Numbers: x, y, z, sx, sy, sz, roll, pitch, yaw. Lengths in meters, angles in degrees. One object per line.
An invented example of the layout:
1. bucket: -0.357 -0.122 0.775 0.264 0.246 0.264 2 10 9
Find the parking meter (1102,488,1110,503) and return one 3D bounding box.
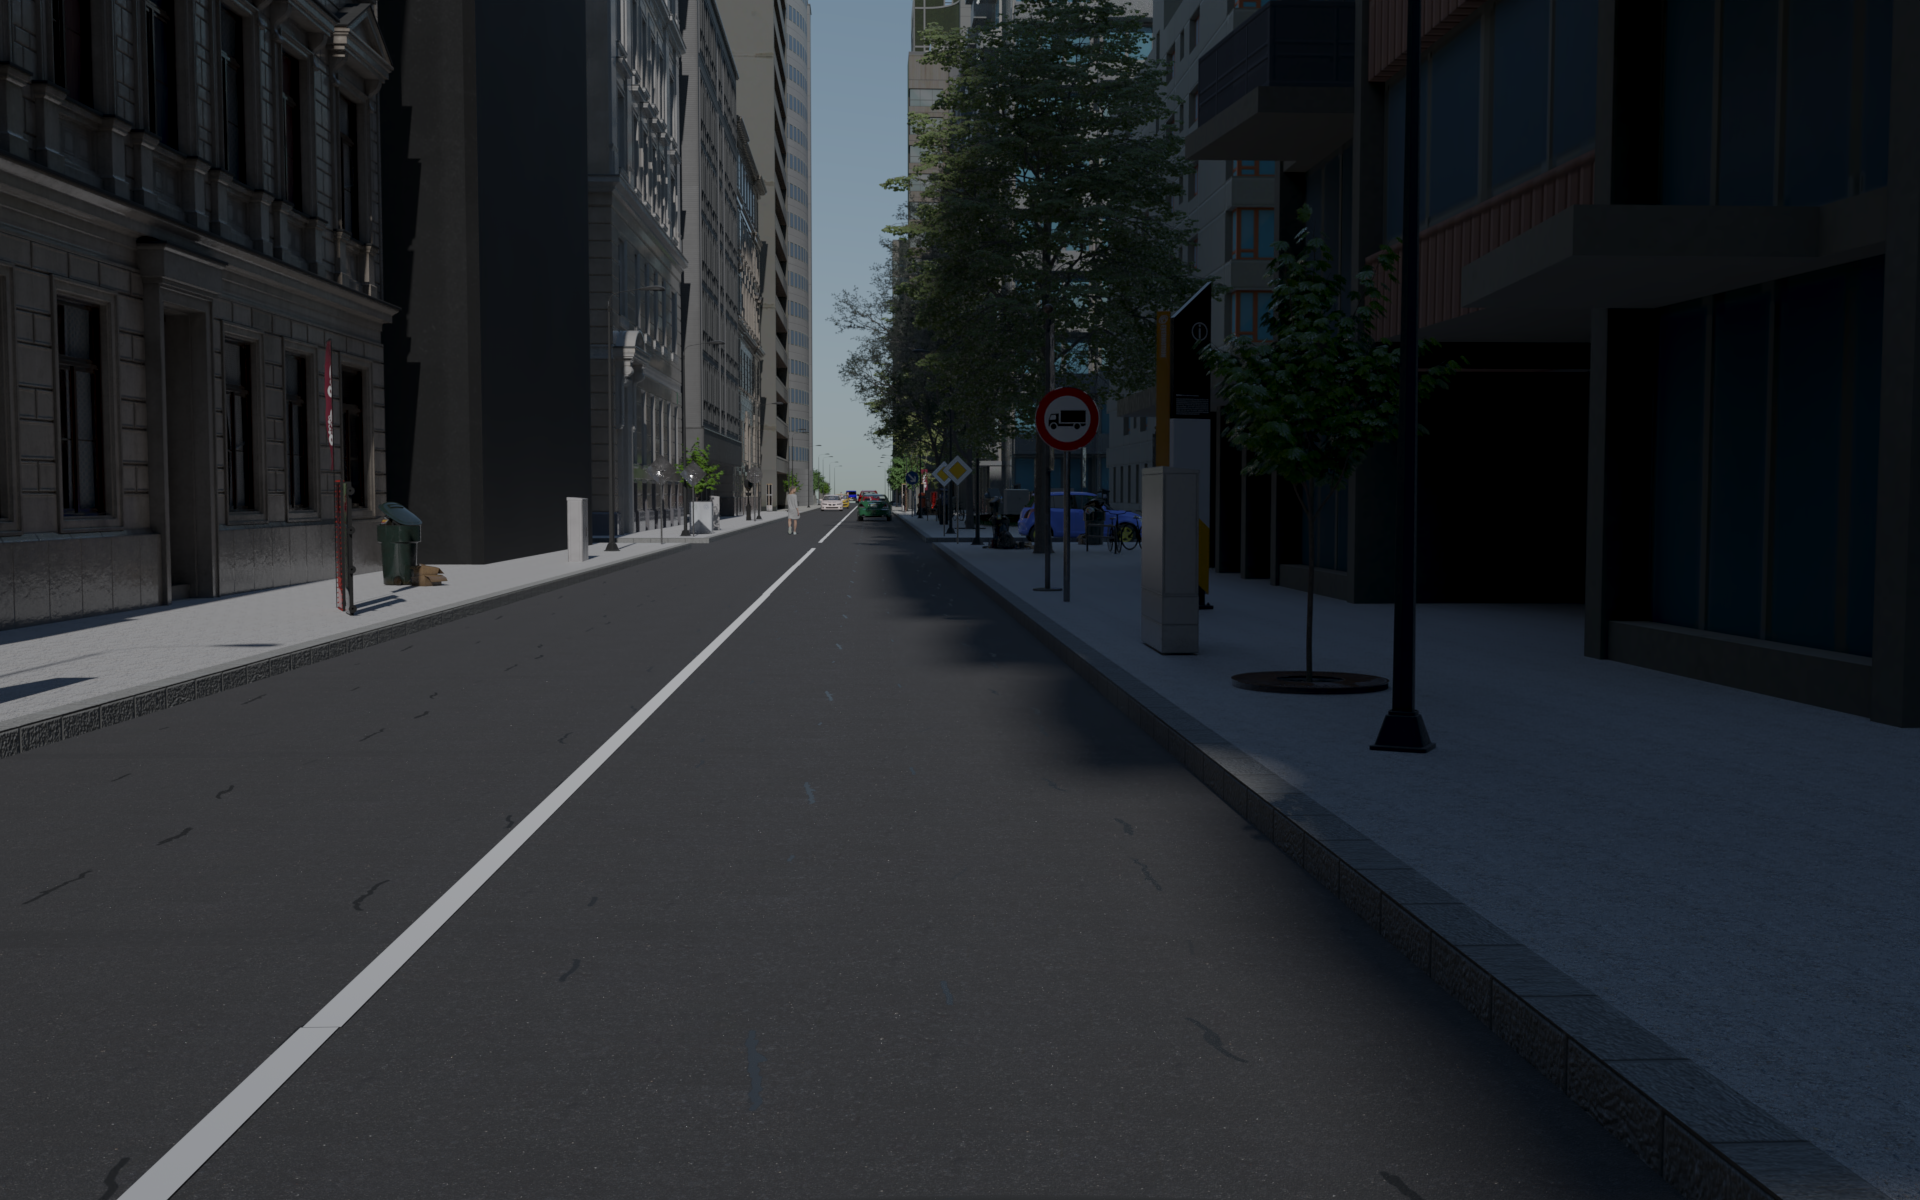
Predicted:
1. parking meter: 6.477 -4.191 76.935 0.372 1.533 0.369 0 3 0

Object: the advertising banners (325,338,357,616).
1. advertising banners: -6.806 -1.395 18.991 0.090 3.025 2.074 -2 4 -25

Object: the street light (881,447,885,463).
1. street light: -6.703 -12.015 168.991 1.470 5.913 1.316 0 4 -3

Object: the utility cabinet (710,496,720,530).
1. utility cabinet: -8.730 -3.092 61.716 0.306 1.237 1.020 -1 4 -11

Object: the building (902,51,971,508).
1. building: 2.032 -29.400 164.292 14.154 41.232 14.086 0 4 -3

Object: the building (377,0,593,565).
1. building: -16.835 -12.643 36.388 15.834 23.373 12.332 0 4 -3

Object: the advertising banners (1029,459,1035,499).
1. advertising banners: 3.597 -5.477 85.732 0.090 3.025 2.074 0 4 -7

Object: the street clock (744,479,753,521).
1. street clock: -10.222 -4.840 83.711 0.358 2.002 0.471 2 4 25

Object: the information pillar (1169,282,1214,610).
1. information pillar: 2.552 -1.699 19.127 0.504 3.616 0.183 -2 4 -24

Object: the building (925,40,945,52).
1. building: 5.967 -34.673 186.517 23.786 49.044 30.456 0 4 -3

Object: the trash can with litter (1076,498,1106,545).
1. trash can with litter: 3.242 -1.979 43.751 0.624 1.170 1.055 -2 4 -23

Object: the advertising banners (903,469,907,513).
1. advertising banners: -3.801 -7.598 120.414 0.090 3.025 2.074 0 4 4

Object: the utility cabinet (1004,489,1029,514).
1. utility cabinet: 2.577 -4.302 79.014 1.173 1.500 0.318 -2 4 -29

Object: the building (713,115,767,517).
1. building: -19.083 -19.093 109.435 12.463 27.353 25.104 0 4 -3

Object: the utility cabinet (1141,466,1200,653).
1. utility cabinet: 1.737 -0.343 14.287 0.318 1.500 1.173 0 4 -2

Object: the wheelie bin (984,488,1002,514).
1. wheelie bin: 1.715 -5.096 91.229 0.980 1.594 0.693 -2 4 -24

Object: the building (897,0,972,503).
1. building: 1.299 -49.453 246.807 20.563 71.187 20.611 0 4 -3

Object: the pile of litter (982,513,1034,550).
1. pile of litter: 1.146 -1.637 40.738 1.176 0.858 1.719 -1 4 -14

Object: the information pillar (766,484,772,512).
1. information pillar: -13.866 -7.431 125.989 0.304 2.012 0.304 -3 5 -42

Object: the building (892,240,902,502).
1. building: -3.907 -36.443 279.441 14.154 41.232 14.086 0 4 -3

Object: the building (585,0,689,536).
1. building: -17.256 -16.875 61.817 13.634 28.700 20.117 0 4 -3

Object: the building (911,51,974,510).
1. building: 12.112 -27.740 145.424 32.217 40.220 23.993 0 4 -3

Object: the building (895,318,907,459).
1. building: -2.915 -30.188 265.267 14.160 30.474 14.107 0 4 -3

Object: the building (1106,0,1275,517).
1. building: 21.951 -13.576 67.001 28.899 21.520 27.650 0 4 -3

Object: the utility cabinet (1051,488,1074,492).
1. utility cabinet: 3.786 -3.535 66.482 1.173 1.500 0.318 0 4 4

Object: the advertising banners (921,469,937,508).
1. advertising banners: -1.805 -7.647 121.209 2.074 3.025 0.090 -2 4 -25

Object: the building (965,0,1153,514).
1. building: 11.853 -30.139 112.374 23.786 49.044 30.456 0 4 -3

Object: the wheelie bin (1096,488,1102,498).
1. wheelie bin: 7.362 -4.995 89.574 0.693 1.594 0.980 0 4 0

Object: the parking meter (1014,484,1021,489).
1. parking meter: 3.162 -5.500 95.641 0.255 1.863 0.399 2 4 32

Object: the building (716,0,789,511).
1. building: -24.753 -31.364 136.502 21.300 48.544 21.600 0 4 -3

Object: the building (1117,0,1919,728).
1. building: 14.332 -22.158 16.916 22.147 44.769 28.867 0 4 -3

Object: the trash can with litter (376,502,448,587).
1. trash can with litter: -7.673 -0.793 24.358 1.055 1.170 0.624 2 4 26

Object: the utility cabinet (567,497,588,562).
1. utility cabinet: -7.332 -1.352 33.275 0.306 1.237 1.020 0 4 -6

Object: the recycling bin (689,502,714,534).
1. recycling bin: -8.338 -2.649 55.860 0.722 1.027 0.722 0 4 -4

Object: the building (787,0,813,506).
1. building: -26.824 -39.341 185.218 21.231 58.520 28.212 0 4 -3

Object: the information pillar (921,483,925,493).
1. information pillar: -2.582 -6.892 117.172 0.304 2.012 0.304 -1 4 -15

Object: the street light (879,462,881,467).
1. street light: -8.508 -14.149 203.868 1.470 5.913 1.316 0 4 -3

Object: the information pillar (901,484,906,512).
1. information pillar: -4.059 -7.387 125.271 0.304 2.012 0.304 -1 4 -12

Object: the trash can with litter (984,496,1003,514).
1. trash can with litter: 1.671 -4.791 89.719 0.624 1.170 1.055 3 5 44

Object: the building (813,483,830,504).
1. building: -36.662 -35.356 269.950 32.217 40.220 23.993 0 4 -3

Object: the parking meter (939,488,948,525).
1. parking meter: -0.671 -3.910 72.346 0.372 1.533 0.369 0 3 0

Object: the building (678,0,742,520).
1. building: -18.618 -17.757 83.829 14.314 27.812 24.014 0 4 -3

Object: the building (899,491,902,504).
1. building: 8.176 -32.657 225.819 32.217 40.220 23.993 0 4 -3

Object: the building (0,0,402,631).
1. building: -13.899 -9.496 19.885 10.561 19.102 19.286 0 4 -3
